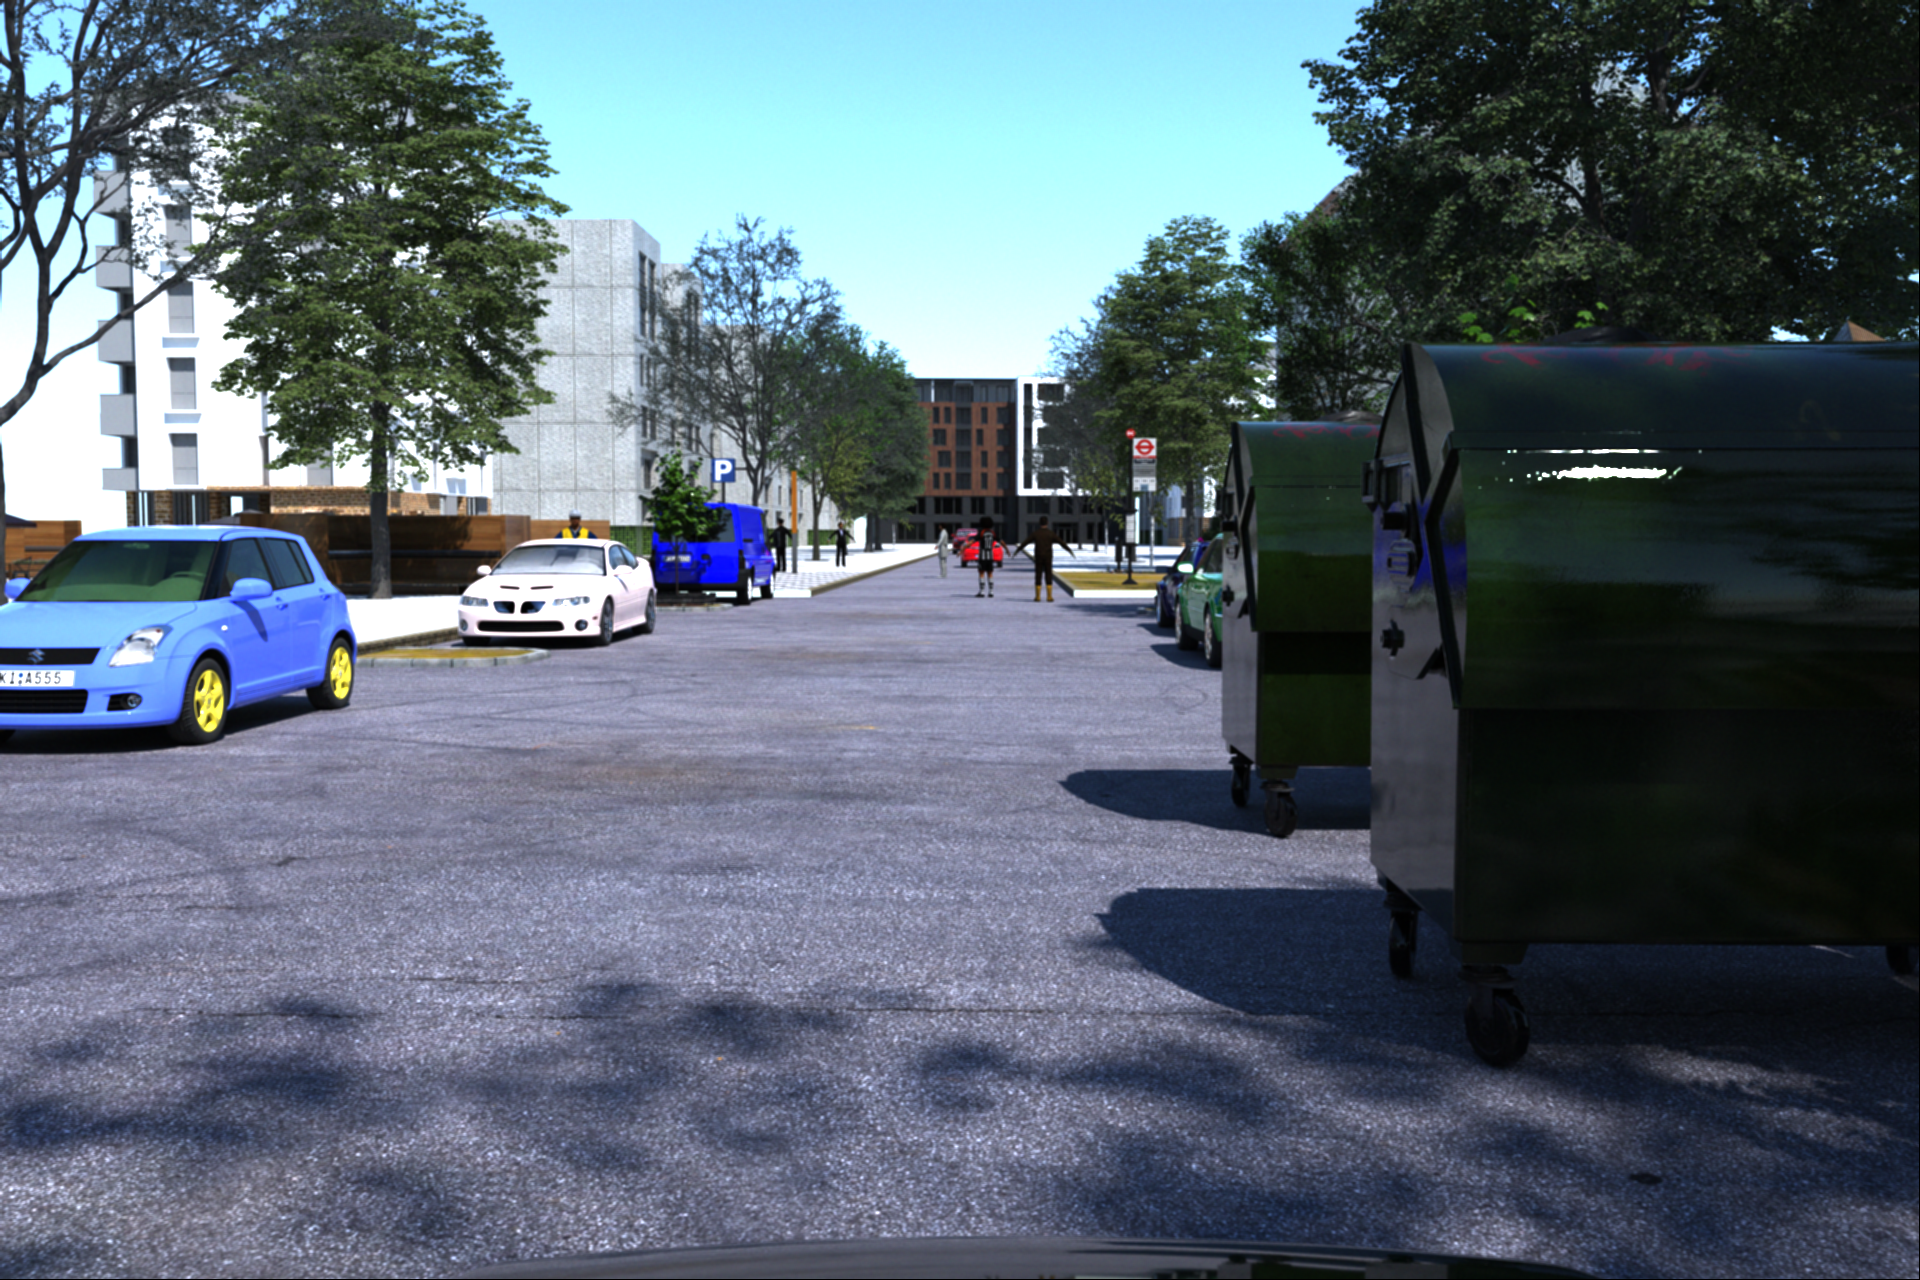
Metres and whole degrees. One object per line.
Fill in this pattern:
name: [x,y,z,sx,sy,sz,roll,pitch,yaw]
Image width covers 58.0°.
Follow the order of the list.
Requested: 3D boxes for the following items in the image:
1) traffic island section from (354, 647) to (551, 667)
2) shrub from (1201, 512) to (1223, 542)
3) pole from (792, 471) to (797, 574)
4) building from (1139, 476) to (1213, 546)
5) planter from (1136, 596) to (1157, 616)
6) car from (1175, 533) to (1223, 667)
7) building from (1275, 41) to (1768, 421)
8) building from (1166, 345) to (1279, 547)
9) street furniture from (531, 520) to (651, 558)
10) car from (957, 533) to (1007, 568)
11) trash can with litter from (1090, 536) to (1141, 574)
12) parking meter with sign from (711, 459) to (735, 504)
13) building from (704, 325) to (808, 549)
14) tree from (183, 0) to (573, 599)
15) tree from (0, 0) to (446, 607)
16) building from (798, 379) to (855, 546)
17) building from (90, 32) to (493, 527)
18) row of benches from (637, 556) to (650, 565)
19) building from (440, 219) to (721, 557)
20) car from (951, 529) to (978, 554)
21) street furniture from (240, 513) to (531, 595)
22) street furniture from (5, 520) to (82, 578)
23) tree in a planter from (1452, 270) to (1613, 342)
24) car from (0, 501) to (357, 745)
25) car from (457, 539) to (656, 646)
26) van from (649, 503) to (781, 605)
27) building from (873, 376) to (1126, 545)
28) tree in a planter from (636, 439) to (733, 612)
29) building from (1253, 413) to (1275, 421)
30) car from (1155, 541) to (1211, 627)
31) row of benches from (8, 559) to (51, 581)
traffic island section: [-5.751,0.198,19.623,1.991,0.108,1.994,0,4,2]
shrub: [6.999,-2.504,44.981,1.661,2.075,1.752,0,3,0]
pole: [-5.364,-3.808,56.110,0.158,3.312,0.155,0,3,0]
building: [31.226,-20.878,207.805,16.747,18.905,31.486,0,4,1]
planter: [4.201,-0.617,31.227,1.991,0.319,1.994,0,4,2]
car: [3.556,-0.684,19.984,1.959,1.807,4.718,0,4,0]
building: [26.232,-15.518,84.650,19.493,23.208,18.063,0,4,1]
building: [26.946,-19.906,181.889,16.016,20.090,11.380,0,4,2]
street furniture: [-12.963,-2.998,55.869,11.010,1.723,9.812,-3,5,-39]
car: [0.954,-4.041,75.115,2.155,1.783,4.494,0,4,1]
trash can with litter: [5.156,-2.814,57.068,1.678,1.210,2.233,0,4,1]
parking meter with sign: [-5.413,-2.728,40.864,0.543,3.016,1.738,0,4,3]
building: [-24.615,-18.097,162.343,16.747,18.905,31.486,0,4,2]
tree: [-11.392,-7.103,34.265,7.486,12.596,7.792,0,3,0]
tree: [-11.244,-6.708,20.042,12.009,13.543,11.850,0,3,0]
building: [-22.292,-20.738,205.515,16.747,18.905,31.486,0,4,2]
building: [-26.826,-12.871,66.868,16.016,20.090,11.380,0,4,1]
row of benches: [-10.229,-2.054,49.054,4.104,0.672,1.422,2,4,27]
building: [-26.432,-15.096,113.270,16.747,18.905,31.486,0,4,1]
car: [0.510,-7.051,123.960,2.281,1.827,5.304,0,4,1]
street furniture: [-13.768,-2.078,40.830,11.010,1.723,9.812,0,4,4]
street furniture: [-30.568,-2.803,52.679,9.812,1.723,11.010,3,5,42]
tree in a planter: [3.793,-0.890,11.774,1.991,3.239,1.994,0,4,1]
car: [-5.918,-0.203,12.908,1.945,1.707,3.694,0,4,1]
car: [-5.381,-0.688,23.610,2.083,1.381,4.827,0,4,1]
van: [-5.113,-1.970,36.586,2.240,2.365,5.245,0,4,2]
building: [4.422,-23.846,236.313,32.646,21.610,27.936,0,4,-4]
tree in a planter: [-5.381,-2.177,32.810,1.991,3.239,1.994,0,4,2]
building: [25.587,-10.636,116.047,9.099,9.664,28.070,0,4,2]
car: [3.896,-0.786,25.439,1.945,1.354,3.894,0,4,0]
row of benches: [-22.344,-1.782,44.604,4.104,0.672,1.422,-2,4,-34]
